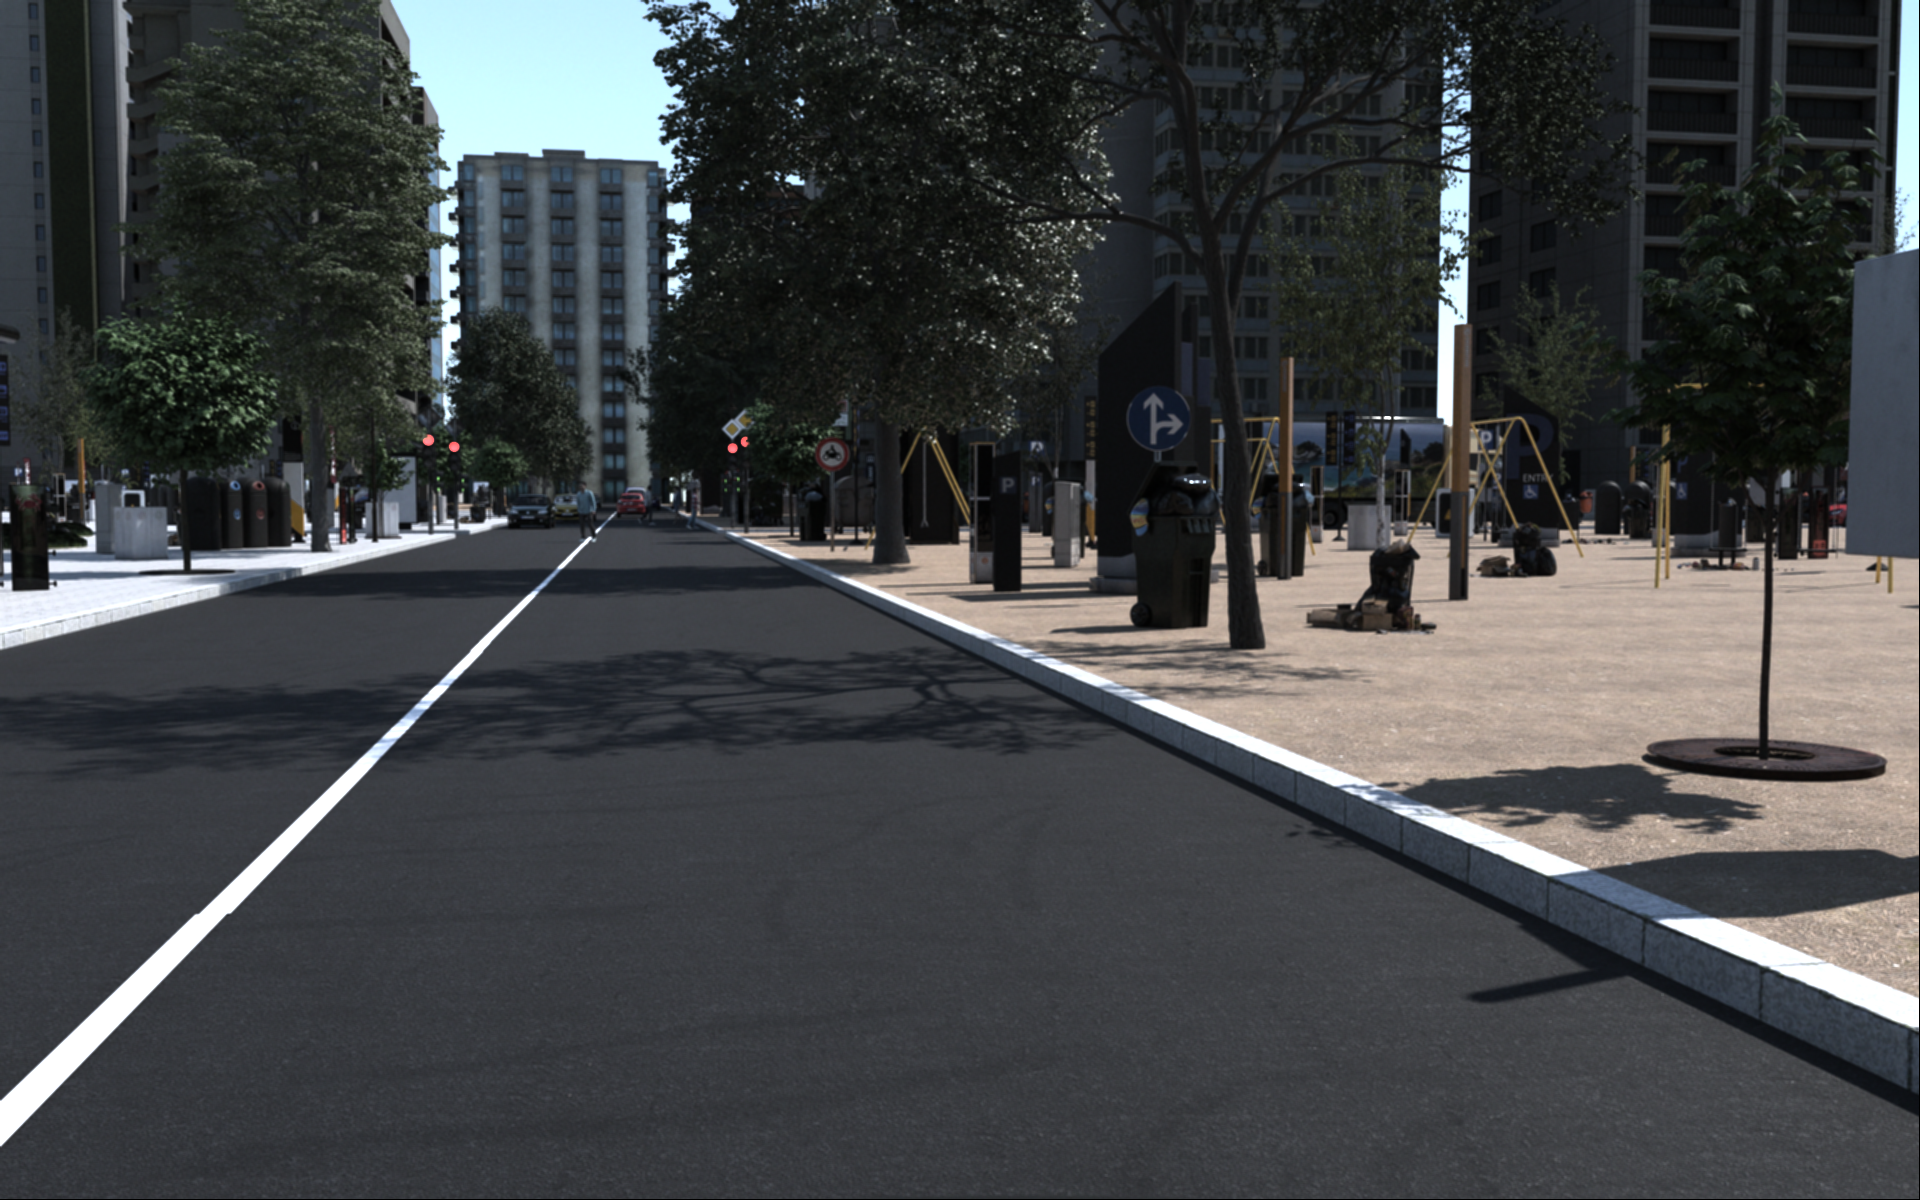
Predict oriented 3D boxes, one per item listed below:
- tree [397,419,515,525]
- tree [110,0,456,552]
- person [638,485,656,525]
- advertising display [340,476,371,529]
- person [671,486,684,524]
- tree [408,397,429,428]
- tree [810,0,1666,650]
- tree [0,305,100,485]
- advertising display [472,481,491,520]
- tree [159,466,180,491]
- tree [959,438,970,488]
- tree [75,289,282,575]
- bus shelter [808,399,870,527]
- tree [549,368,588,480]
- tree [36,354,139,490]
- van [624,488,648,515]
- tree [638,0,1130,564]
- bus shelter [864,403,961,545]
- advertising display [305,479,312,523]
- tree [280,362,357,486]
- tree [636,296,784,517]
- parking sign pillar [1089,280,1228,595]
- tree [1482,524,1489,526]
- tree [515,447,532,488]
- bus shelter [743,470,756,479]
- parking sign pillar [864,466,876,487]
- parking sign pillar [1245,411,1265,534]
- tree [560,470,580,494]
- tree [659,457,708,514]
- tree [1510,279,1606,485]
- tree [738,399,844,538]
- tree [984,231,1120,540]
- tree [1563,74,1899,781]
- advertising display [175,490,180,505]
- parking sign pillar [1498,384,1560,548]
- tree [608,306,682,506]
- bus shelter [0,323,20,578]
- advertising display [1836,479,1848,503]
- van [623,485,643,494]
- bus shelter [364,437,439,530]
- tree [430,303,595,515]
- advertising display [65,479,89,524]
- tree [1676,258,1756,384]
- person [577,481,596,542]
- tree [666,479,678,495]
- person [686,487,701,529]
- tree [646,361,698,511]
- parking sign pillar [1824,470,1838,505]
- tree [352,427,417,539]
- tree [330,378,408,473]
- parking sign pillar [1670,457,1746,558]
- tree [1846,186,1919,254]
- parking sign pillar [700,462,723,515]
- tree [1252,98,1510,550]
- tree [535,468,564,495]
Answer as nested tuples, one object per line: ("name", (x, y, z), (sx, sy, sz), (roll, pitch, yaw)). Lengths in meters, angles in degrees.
("tree", (-21.527, -5.373, 71.564), (4.285, 4.588, 4.351), (0, 3, 0))
("tree", (-14.385, -7.309, 37.624), (7.486, 12.596, 7.792), (0, 3, 0))
("person", (-14.652, -4.445, 81.027), (0.795, 1.843, 0.661), (-2, 4, -30))
("advertising display", (-22.073, -3.556, 63.358), (0.974, 1.923, 0.123), (0, 4, -3))
("person", (-13.397, -4.506, 82.202), (0.654, 1.822, 0.581), (-2, 4, -27))
("tree", (-41.507, -11.003, 130.264), (4.360, 8.622, 3.978), (0, 3, 0))
("tree", (2.197, -4.891, 14.382), (8.767, 10.594, 7.601), (-3, 4, -38))
("tree", (-34.937, -7.104, 66.513), (4.360, 8.622, 3.978), (0, 3, 0))
("advertising display", (-23.907, -4.978, 86.596), (0.974, 1.923, 0.123), (1, 4, 17))
("tree", (-22.040, -3.382, 49.901), (1.663, 3.219, 1.824), (0, 3, 0))
("tree", (-0.895, -6.874, 96.099), (4.285, 4.588, 4.351), (0, 3, 0))
("tree", (-12.563, -2.713, 28.072), (4.285, 4.588, 4.351), (0, 3, 0))
("bus shelter", (-5.306, -5.697, 70.777), (2.179, 5.291, 8.768), (-1, 4, -11))
("tree", (-36.542, -14.313, 152.146), (7.486, 12.596, 7.792), (0, 3, 0))
("tree", (-46.669, -8.671, 92.135), (4.737, 8.622, 4.395), (0, 3, 0))
("van", (-22.496, -6.934, 120.378), (2.013, 2.044, 4.112), (-1, 4, -10))
("tree", (-1.268, -7.637, 31.524), (9.857, 13.997, 8.962), (0, 3, 0))
("bus shelter", (-1.331, -3.390, 46.717), (1.731, 3.624, 6.357), (-1, 4, -11))
("advertising display", (-28.871, -4.376, 76.766), (0.123, 1.923, 0.974), (-2, 4, -32))
("tree", (-36.335, -9.003, 97.556), (4.737, 8.622, 4.395), (0, 3, 0))
("tree", (-13.155, -10.977, 96.484), (9.611, 12.733, 9.660), (0, 3, 0))
("parking sign pillar", (2.412, -2.084, 22.552), (1.447, 3.967, 1.447), (-3, 5, -43))
("tree", (21.176, -4.657, 70.737), (1.663, 3.219, 1.824), (0, 3, 0))
("tree", (-24.865, -6.722, 93.626), (4.285, 4.588, 4.351), (0, 3, 0))
("bus shelter", (-13.774, -8.547, 117.376), (2.179, 5.291, 8.768), (-1, 4, -11))
("parking sign pillar", (-6.361, -8.256, 123.464), (1.447, 3.967, 1.447), (-2, 4, -30))
("parking sign pillar", (9.305, -4.178, 56.788), (1.447, 3.967, 1.447), (2, 4, 24))
("tree", (-45.755, -15.422, 202.504), (4.360, 8.622, 3.978), (0, 3, 0))
("tree", (-16.800, -9.879, 111.880), (4.737, 8.622, 4.395), (0, 3, 0))
("tree", (19.911, -6.624, 58.666), (4.737, 8.622, 4.395), (0, 3, 0))
("tree", (-4.985, -4.162, 51.767), (4.285, 4.588, 4.351), (0, 3, 0))
("tree", (2.454, -5.996, 48.403), (4.360, 8.622, 3.978), (0, 3, 0))
("tree", (3.688, -0.828, 8.147), (1.663, 3.219, 1.824), (0, 3, 0))
("advertising display", (-24.196, -2.989, 54.078), (0.123, 1.923, 0.974), (0, 4, 3))
("parking sign pillar", (13.838, -3.275, 42.018), (1.447, 3.967, 1.447), (1, 4, 14))
("tree", (-29.524, -19.629, 176.817), (12.611, 20.169, 13.585), (0, 3, 0))
("bus shelter", (-11.967, -2.414, 17.102), (2.179, 5.291, 8.768), (-1, 4, -11))
("advertising display", (37.076, -4.135, 72.821), (0.123, 1.923, 0.974), (0, 4, 6))
("van", (-29.760, -9.433, 158.608), (2.240, 2.365, 5.245), (-1, 4, -10))
("bus shelter", (-20.729, -4.321, 64.568), (2.014, 3.302, 5.546), (-1, 4, -11))
("tree", (-27.540, -11.439, 104.043), (9.611, 12.733, 9.660), (0, 3, 0))
("advertising display", (-38.105, -4.250, 74.705), (0.974, 1.923, 0.123), (-1, 4, -15))
("tree", (22.430, -6.088, 49.909), (4.737, 8.622, 4.395), (0, 3, 0))
("person", (-11.166, -2.651, 51.869), (0.660, 1.820, 0.620), (1, 4, 15))
("tree", (-33.541, -12.730, 202.734), (1.663, 3.219, 1.824), (0, 3, 0))
("person", (-10.975, -3.793, 71.360), (0.643, 1.720, 0.563), (-1, 4, -10))
("tree", (-19.355, -12.874, 128.619), (7.486, 12.596, 7.792), (0, 3, 0))
("parking sign pillar", (40.908, -5.684, 81.400), (1.447, 3.967, 1.447), (1, 4, 20))
("tree", (-16.599, -3.374, 49.764), (1.663, 3.219, 1.824), (0, 3, 0))
("tree", (-37.337, -9.577, 106.939), (4.360, 8.622, 3.978), (0, 3, 0))
("parking sign pillar", (15.332, -2.870, 35.393), (1.447, 3.967, 1.447), (-1, 4, -13))
("tree", (22.694, -5.560, 41.275), (4.360, 8.622, 3.978), (0, 3, 0))
("parking sign pillar", (-15.483, -7.308, 107.965), (1.447, 3.967, 1.447), (1, 4, 9))
("tree", (7.514, -4.978, 31.755), (4.737, 8.622, 4.395), (0, 3, 0))
("tree", (-34.439, -11.824, 143.678), (4.737, 8.622, 4.395), (0, 3, 0))
